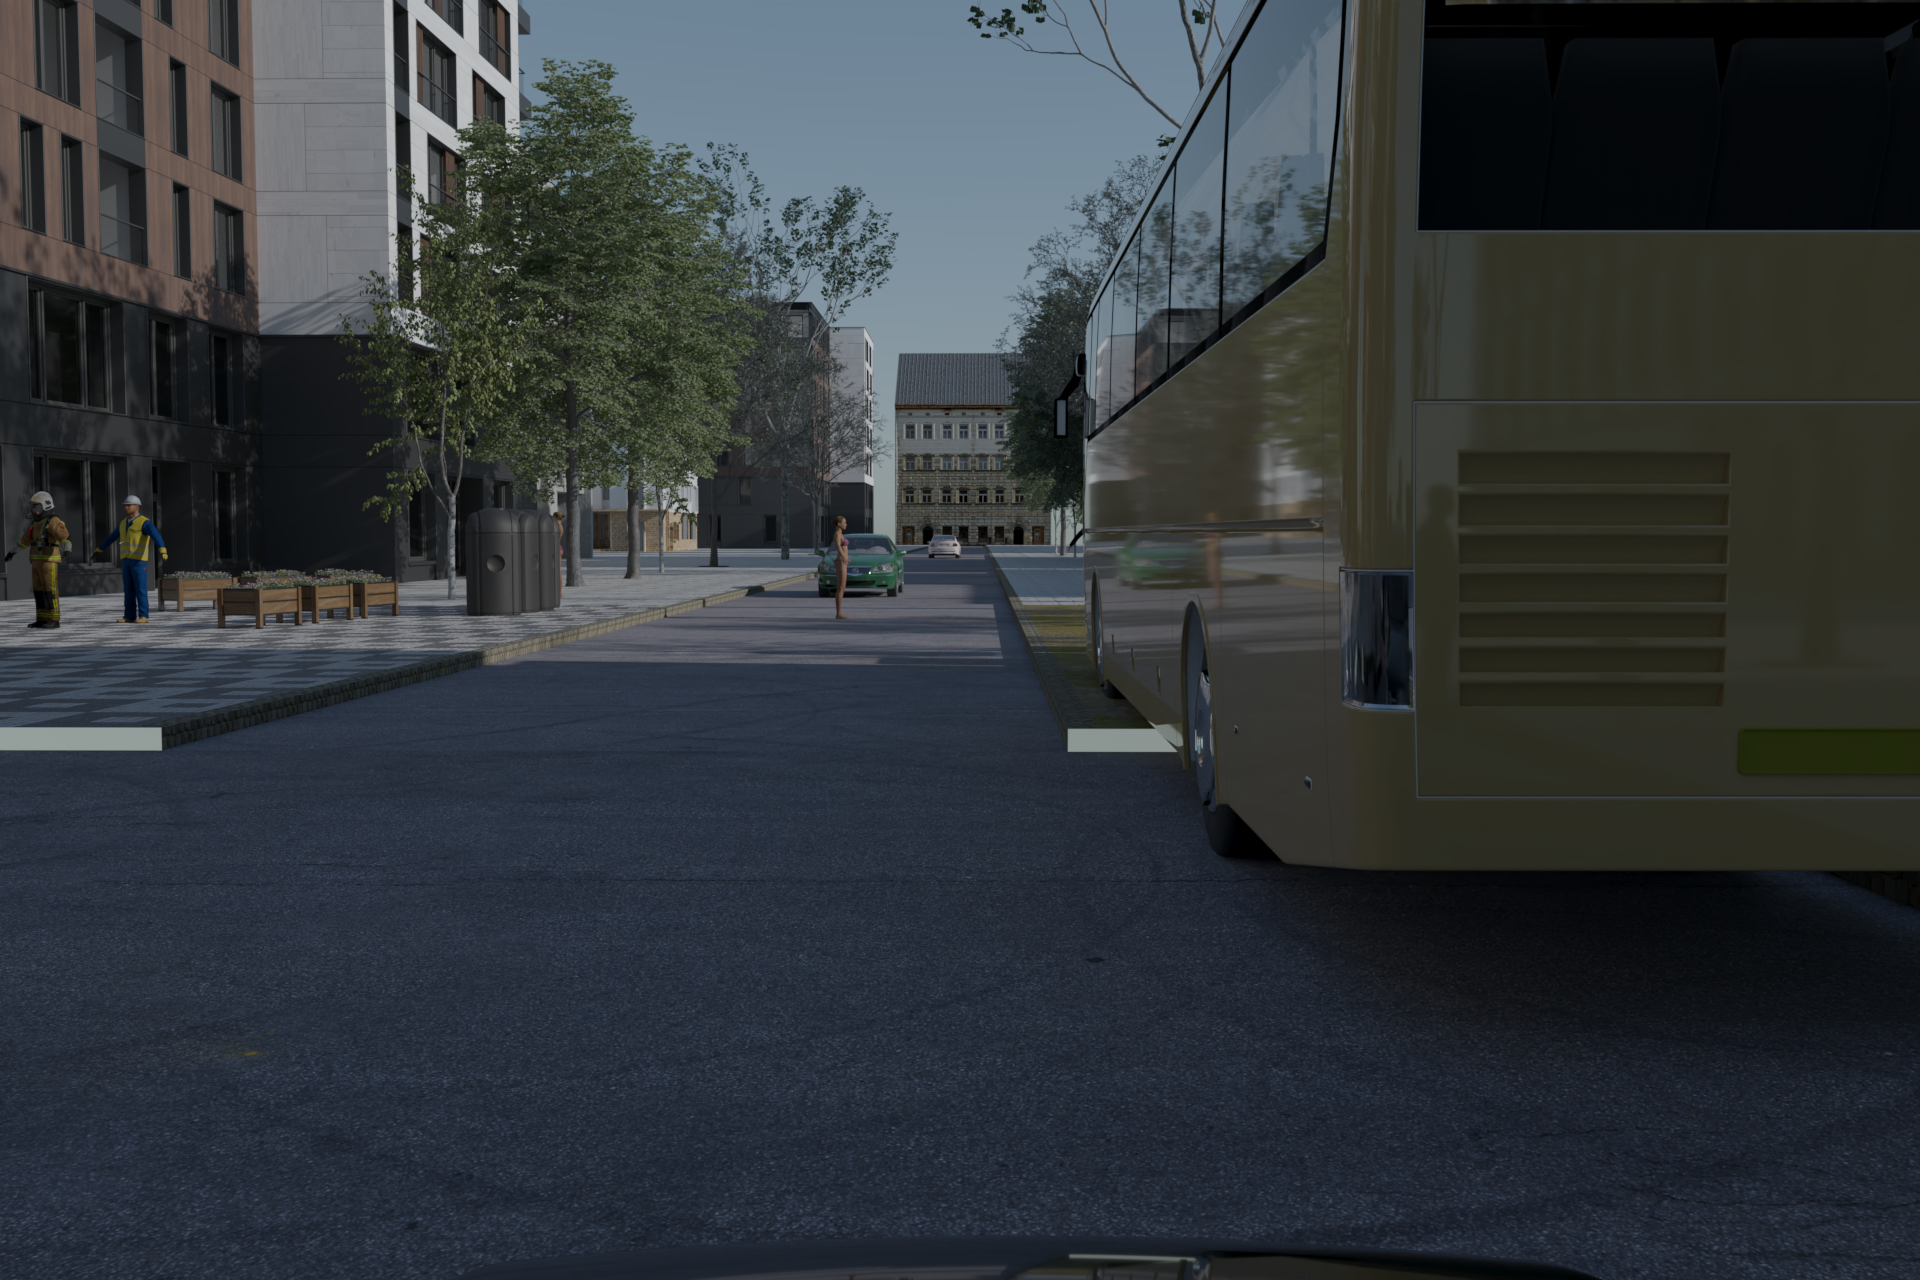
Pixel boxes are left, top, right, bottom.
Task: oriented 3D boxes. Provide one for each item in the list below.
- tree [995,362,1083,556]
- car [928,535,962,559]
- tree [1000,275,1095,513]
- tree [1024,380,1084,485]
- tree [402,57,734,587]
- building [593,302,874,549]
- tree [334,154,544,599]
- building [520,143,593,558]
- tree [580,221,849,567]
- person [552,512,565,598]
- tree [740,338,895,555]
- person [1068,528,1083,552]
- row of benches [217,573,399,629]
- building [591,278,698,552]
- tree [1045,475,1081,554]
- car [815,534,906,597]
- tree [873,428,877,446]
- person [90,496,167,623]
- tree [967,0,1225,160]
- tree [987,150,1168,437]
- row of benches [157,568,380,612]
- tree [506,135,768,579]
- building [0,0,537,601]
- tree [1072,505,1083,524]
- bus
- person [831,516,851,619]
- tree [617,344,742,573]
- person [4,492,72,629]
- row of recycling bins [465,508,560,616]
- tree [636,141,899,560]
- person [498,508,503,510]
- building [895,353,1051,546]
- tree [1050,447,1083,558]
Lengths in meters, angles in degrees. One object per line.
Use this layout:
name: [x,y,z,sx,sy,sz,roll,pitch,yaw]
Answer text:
tree: [5.725,-11.295,102.803,7.486,12.596,7.792,0,3,0]
car: [-0.907,-5.532,102.813,2.083,1.381,4.827,0,4,1]
tree: [6.538,-10.899,84.856,9.857,13.997,8.962,0,3,0]
tree: [6.568,-8.231,68.991,8.767,10.594,7.601,-2,4,-25]
tree: [-9.310,-7.547,41.524,7.486,12.596,7.792,0,3,0]
building: [-23.349,-19.874,168.920,27.936,21.610,32.646,0,4,1]
tree: [-10.092,-5.115,33.998,4.737,8.622,4.395,0,3,0]
building: [-28.211,-12.807,75.844,16.747,18.905,31.486,0,4,1]
tree: [-9.486,-9.602,67.357,12.009,13.543,11.850,0,3,0]
person: [-8.224,-1.727,35.032,0.721,1.733,1.217,-1,4,-12]
tree: [-9.044,-12.111,108.387,12.009,13.543,11.850,0,3,0]
person: [2.969,-1.956,37.923,1.347,1.837,0.705,2,4,25]
row of benches: [-9.413,-0.607,25.384,1.422,0.672,4.104,1,4,9]
building: [-26.556,-16.647,128.599,16.016,20.090,11.380,0,4,1]
tree: [6.069,-9.912,112.418,4.360,8.622,3.978,0,3,0]
car: [-2.307,-1.788,41.036,2.131,1.459,4.920,0,4,1]
tree: [-16.096,-21.316,204.398,12.611,20.169,13.585,0,3,0]
person: [-11.905,-1.159,24.922,1.349,1.833,0.705,1,4,19]
tree: [5.106,-10.673,30.392,12.611,20.169,13.585,0,3,0]
tree: [5.571,-8.870,55.389,12.009,13.543,11.850,0,3,0]
row of benches: [-12.000,-0.896,30.115,1.422,0.672,4.104,2,4,35]
tree: [-9.402,-8.054,49.809,7.486,12.596,7.792,0,3,0]
building: [-28.591,-12.133,42.351,27.936,21.610,32.646,0,4,1]
tree: [17.038,-17.632,206.412,7.486,12.596,7.792,0,3,0]
bus: [2.310,-1.159,10.498,2.896,3.916,12.252,0,4,0]
person: [-1.944,-1.228,29.333,0.721,1.733,1.217,0,4,-2]
tree: [-9.698,-6.538,57.260,4.737,8.622,4.395,0,3,0]
person: [-12.487,-1.089,23.577,1.354,1.858,0.705,2,4,28]
row of recycling bins: [-7.348,-1.324,28.768,1.069,1.692,3.534,0,4,0]
tree: [-10.219,-14.077,86.047,12.611,20.169,13.585,0,3,0]
person: [-9.541,-1.825,35.964,1.347,1.817,0.704,-2,4,-31]
building: [1.681,-22.969,208.928,18.063,23.208,19.493,0,4,1]
tree: [6.083,-8.825,94.659,4.360,8.622,3.978,0,3,0]
